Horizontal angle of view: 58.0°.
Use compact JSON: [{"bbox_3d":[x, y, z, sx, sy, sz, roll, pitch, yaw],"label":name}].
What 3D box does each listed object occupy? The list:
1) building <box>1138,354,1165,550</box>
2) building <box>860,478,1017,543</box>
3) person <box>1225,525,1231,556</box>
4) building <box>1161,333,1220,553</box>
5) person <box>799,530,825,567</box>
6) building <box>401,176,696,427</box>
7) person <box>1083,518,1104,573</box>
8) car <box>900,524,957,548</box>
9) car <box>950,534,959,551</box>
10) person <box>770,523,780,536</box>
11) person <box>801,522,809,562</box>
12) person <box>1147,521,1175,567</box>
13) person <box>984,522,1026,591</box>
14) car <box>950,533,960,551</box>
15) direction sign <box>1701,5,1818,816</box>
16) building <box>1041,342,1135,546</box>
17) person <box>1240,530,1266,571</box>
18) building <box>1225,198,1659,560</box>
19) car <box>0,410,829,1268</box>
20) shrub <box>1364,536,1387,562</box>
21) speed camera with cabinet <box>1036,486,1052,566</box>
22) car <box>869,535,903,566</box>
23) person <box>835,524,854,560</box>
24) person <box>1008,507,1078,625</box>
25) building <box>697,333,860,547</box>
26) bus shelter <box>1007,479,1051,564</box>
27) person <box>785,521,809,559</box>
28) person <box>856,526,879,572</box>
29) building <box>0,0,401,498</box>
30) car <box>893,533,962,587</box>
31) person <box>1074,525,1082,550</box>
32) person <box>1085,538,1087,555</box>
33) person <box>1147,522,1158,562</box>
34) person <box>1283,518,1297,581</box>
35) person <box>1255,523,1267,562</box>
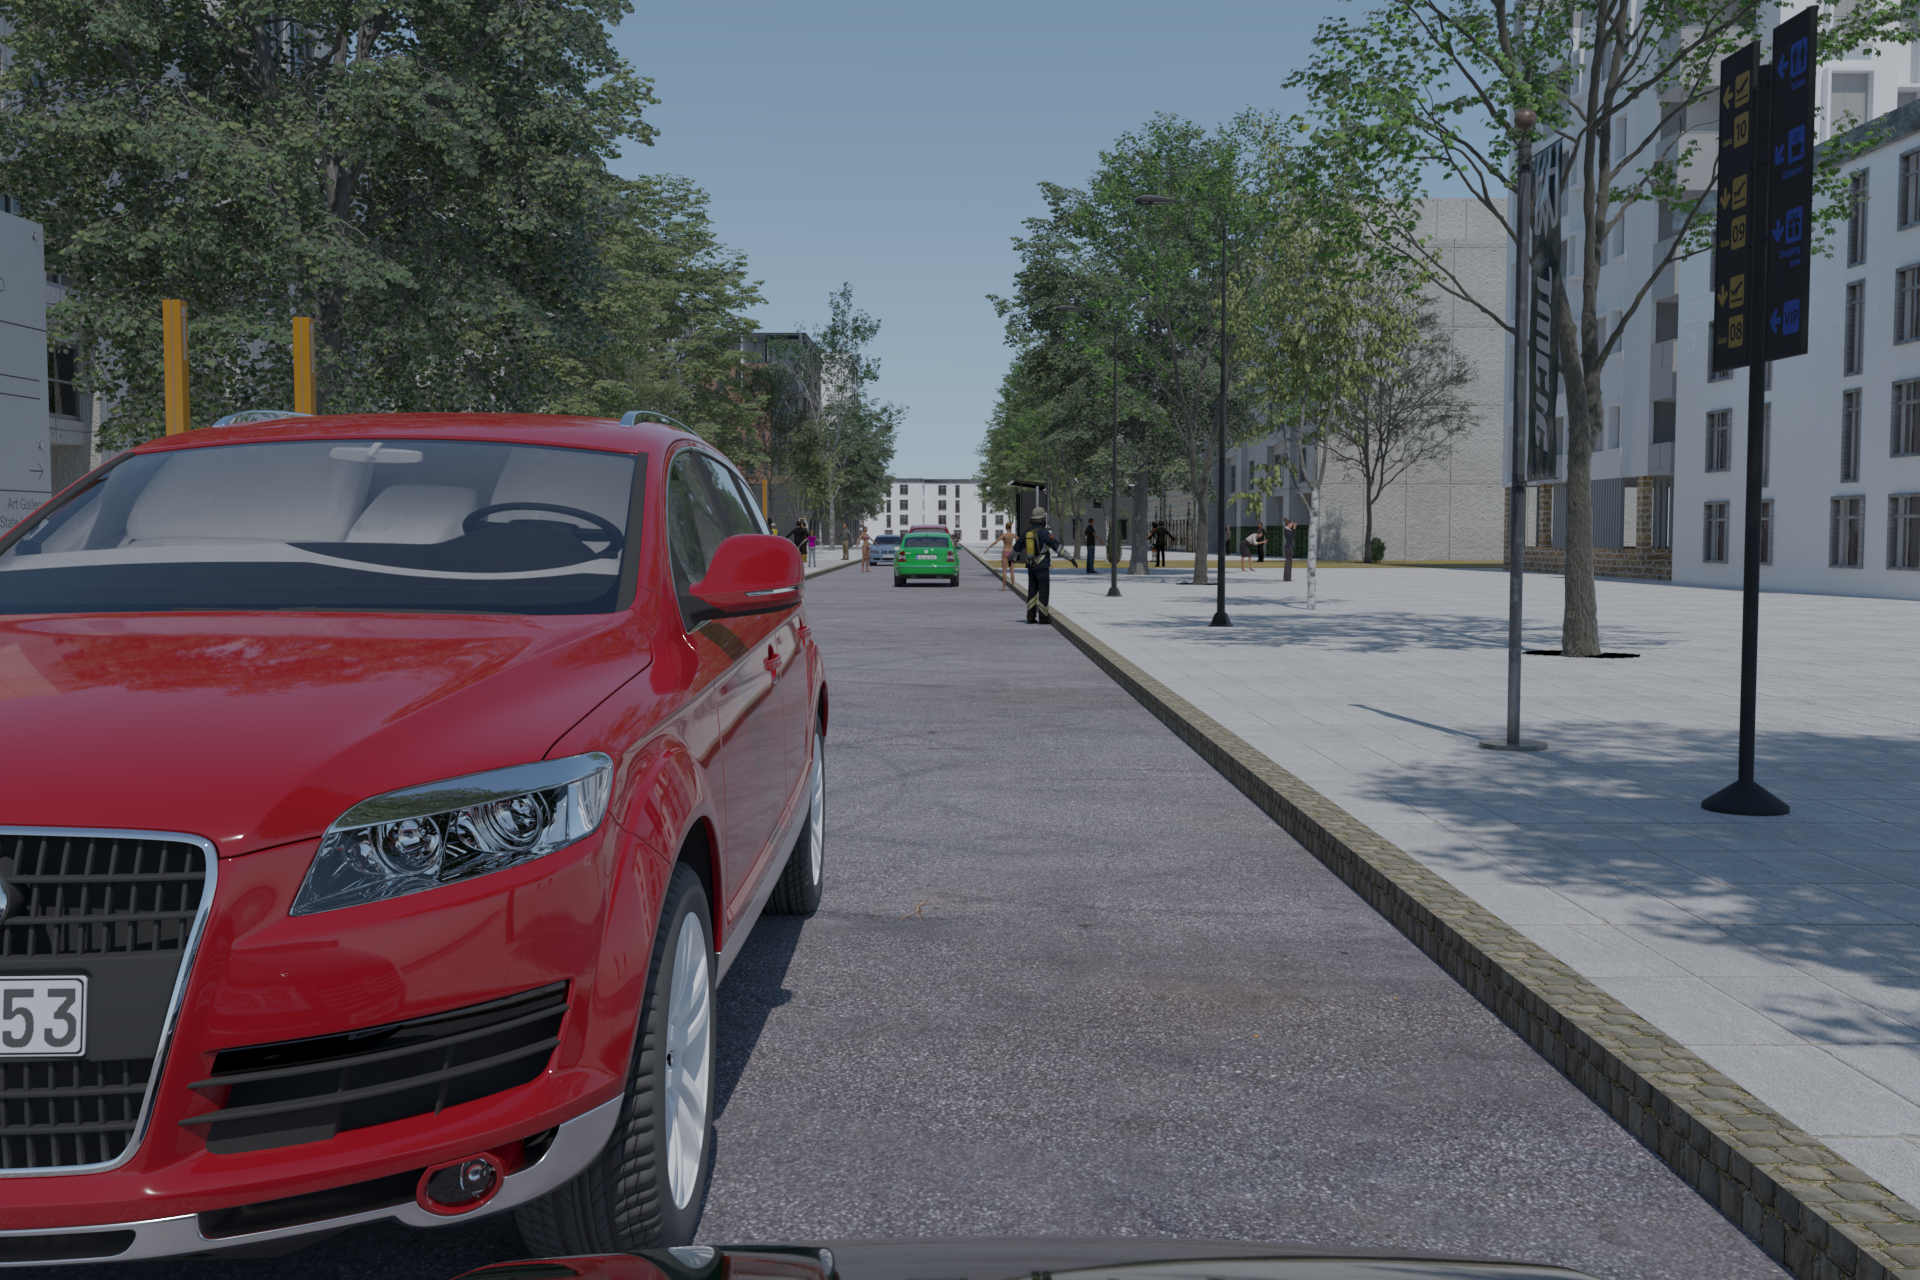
[{"bbox_3d":[24.904,-19.131,143.717,19.493,23.208,18.063,0,3,0],"label":"building"},{"bbox_3d":[-5.282,-19.286,259.925,28.070,9.664,9.099,0,4,4],"label":"building"},{"bbox_3d":[15.743,-5.862,101.976,0.705,1.813,1.348,0,4,-2],"label":"person"},{"bbox_3d":[25.085,-18.008,125.363,19.493,23.208,18.063,0,3,0],"label":"building"},{"bbox_3d":[-5.726,-3.529,66.965,0.991,1.433,0.599,0,4,-7],"label":"person"},{"bbox_3d":[-26.119,-14.335,100.829,16.747,18.905,31.486,0,4,0],"label":"building"},{"bbox_3d":[4.296,-3.074,56.477,0.705,1.803,1.348,-1,4,-22],"label":"person"},{"bbox_3d":[-1.229,-3.661,68.533,2.281,1.827,5.304,0,4,-1],"label":"car"},{"bbox_3d":[-1.091,-5.754,105.881,2.131,1.459,4.920,0,4,-1],"label":"car"},{"bbox_3d":[-9.535,-5.032,88.249,0.705,1.833,1.349,2,4,31],"label":"person"},{"bbox_3d":[-7.096,-4.422,78.432,0.704,1.812,1.346,1,4,19],"label":"person"},{"bbox_3d":[7.808,-3.750,67.491,1.347,1.806,0.705,-1,4,-18],"label":"person"},{"bbox_3d":[1.184,-2.100,43.599,1.217,1.733,0.721,-1,4,-21],"label":"person"},{"bbox_3d":[-1.074,-8.343,145.445,2.155,1.783,4.494,0,4,0],"label":"car"},{"bbox_3d":[3.653,-0.976,7.952,0.379,3.537,0.876,0,4,0],"label":"direction sign"},{"bbox_3d":[22.522,-21.823,200.773,27.936,21.610,32.646,0,4,-1],"label":"building"},{"bbox_3d":[10.028,-3.073,59.473,0.799,1.438,0.628,-1,4,-11],"label":"person"},{"bbox_3d":[25.811,-14.275,99.850,16.747,18.905,31.486,0,3,0],"label":"building"},{"bbox_3d":[-1.535,0.220,5.075,2.281,1.827,5.304,0,3,0],"label":"car"},{"bbox_3d":[19.090,-4.186,79.559,1.383,1.207,1.383,0,3,0],"label":"shrub"},{"bbox_3d":[3.398,-4.682,70.893,0.660,3.252,2.038,0,4,-1],"label":"speed camera with cabinet"},{"bbox_3d":[-3.211,-4.096,78.974,2.014,1.417,4.499,0,4,0],"label":"car"},{"bbox_3d":[-5.689,-4.858,85.706,1.348,1.796,0.705,3,5,44],"label":"person"},{"bbox_3d":[1.264,-1.179,27.510,1.354,1.856,0.705,3,5,39],"label":"person"},{"bbox_3d":[-26.049,-21.290,192.066,27.936,21.610,32.646,0,4,0],"label":"building"},{"bbox_3d":[3.094,-5.285,77.690,1.731,3.624,6.357,0,4,0],"label":"bus shelter"},{"bbox_3d":[-6.904,-4.162,73.980,1.347,1.837,0.705,-1,4,-10],"label":"person"},{"bbox_3d":[-3.513,-3.440,65.497,0.721,1.733,1.217,3,5,40],"label":"person"},{"bbox_3d":[-29.140,-11.213,49.786,16.747,18.905,31.486,0,4,-1],"label":"building"},{"bbox_3d":[-0.908,-2.423,48.415,1.959,1.807,4.718,0,4,0],"label":"car"},{"bbox_3d":[6.744,-5.698,99.289,0.704,1.817,1.347,1,4,15],"label":"person"},{"bbox_3d":[7.794,-6.026,104.705,0.705,1.806,1.347,1,4,21],"label":"person"},{"bbox_3d":[8.842,-4.457,79.019,0.704,1.843,1.345,3,5,40],"label":"person"},{"bbox_3d":[8.976,-2.442,46.779,0.445,1.727,0.742,-2,4,-24],"label":"person"},{"bbox_3d":[13.595,-4.419,78.475,0.704,1.802,1.346,-1,4,-23],"label":"person"}]
